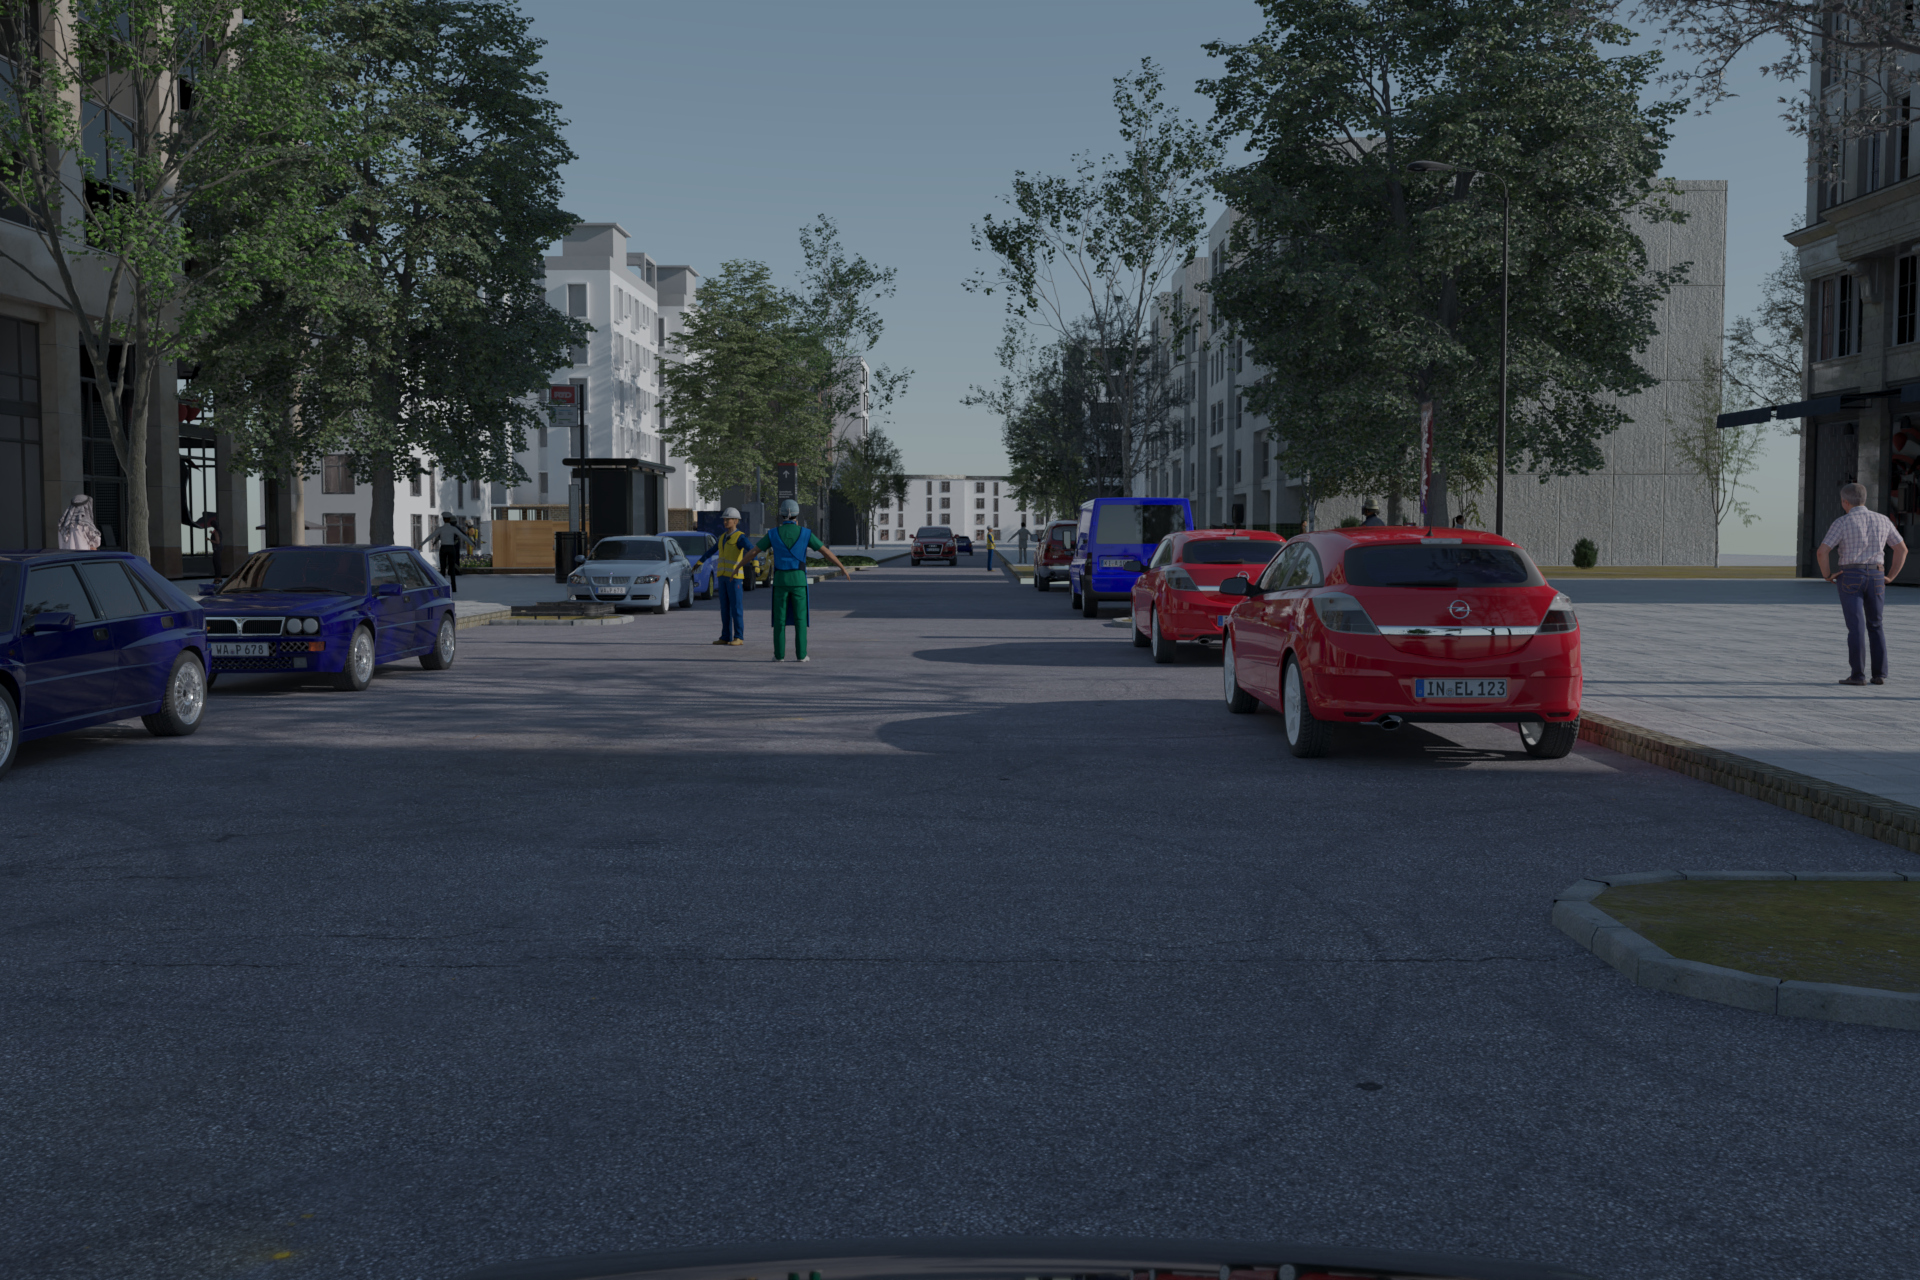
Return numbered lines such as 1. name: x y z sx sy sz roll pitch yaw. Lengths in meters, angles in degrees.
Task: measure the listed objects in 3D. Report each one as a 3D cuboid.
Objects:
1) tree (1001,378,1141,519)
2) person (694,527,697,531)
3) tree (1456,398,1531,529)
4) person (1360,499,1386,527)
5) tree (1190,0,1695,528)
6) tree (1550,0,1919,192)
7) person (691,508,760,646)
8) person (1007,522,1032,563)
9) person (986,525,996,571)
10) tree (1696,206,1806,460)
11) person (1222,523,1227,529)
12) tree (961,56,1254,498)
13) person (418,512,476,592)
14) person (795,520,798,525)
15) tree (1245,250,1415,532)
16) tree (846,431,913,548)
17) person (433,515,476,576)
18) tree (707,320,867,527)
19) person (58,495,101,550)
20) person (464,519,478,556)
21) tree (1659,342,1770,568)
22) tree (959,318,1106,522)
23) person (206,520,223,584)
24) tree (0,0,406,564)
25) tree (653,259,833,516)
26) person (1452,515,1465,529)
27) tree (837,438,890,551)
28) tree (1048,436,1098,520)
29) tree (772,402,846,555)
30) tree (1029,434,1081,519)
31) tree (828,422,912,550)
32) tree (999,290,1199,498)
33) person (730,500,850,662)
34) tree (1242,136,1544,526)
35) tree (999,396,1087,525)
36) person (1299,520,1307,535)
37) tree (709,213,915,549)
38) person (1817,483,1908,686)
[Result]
1. tree: 6.891 -10.307 102.930 8.767 10.594 7.601 -2 4 -28
2. person: -7.667 -2.769 51.200 1.347 1.837 0.705 3 4 36
3. tree: 19.771 -7.139 67.092 4.737 8.622 4.395 0 3 0
4. person: 6.550 -1.339 27.766 1.351 1.845 0.704 -3 5 -43
5. tree: 9.236 -7.769 33.686 9.857 13.997 8.962 0 3 0
6. tree: 9.090 -6.259 12.700 12.009 13.543 11.850 0 3 0
7. person: -3.010 -0.819 22.320 1.216 1.772 0.721 3 4 39
8. person: 2.744 -4.268 75.966 1.347 1.806 0.705 -1 4 -19
9. person: 1.234 -3.518 66.443 0.721 1.772 1.216 0 4 -6
10. tree: 28.794 -8.801 54.266 12.009 13.543 11.850 0 3 0
11. person: 12.577 -4.661 82.338 1.348 1.813 0.705 -3 4 -36
12. tree: 6.419 -13.194 71.606 12.611 20.169 13.585 0 3 0
13. person: -11.297 -1.938 38.148 1.216 1.778 0.721 -1 4 -18
14. person: -5.053 -2.874 53.792 0.721 1.733 1.217 -2 4 -30
15. tree: 8.688 -5.715 43.797 4.360 8.622 3.978 0 3 0
16. tree: -7.536 -13.467 154.594 8.767 10.594 7.601 3 5 41
17. person: -15.539 -2.898 53.162 1.354 1.856 0.705 0 4 3
18. tree: -8.621 -9.629 83.193 9.928 11.665 9.643 0 3 0
19. person: -10.327 -0.833 20.330 0.551 1.740 0.621 1 4 11
20. person: -18.901 -3.726 66.694 0.705 1.858 1.354 -2 4 -24
21. tree: 28.983 -7.070 65.951 4.360 8.622 3.978 0 3 0
22. tree: 6.758 -18.150 152.637 12.611 20.169 13.585 0 3 0
23. person: -19.035 -2.243 44.188 0.593 1.643 0.415 2 4 33
24. tree: -11.907 -6.037 24.457 9.928 11.665 9.643 0 3 0
25. tree: -9.266 -9.424 72.211 7.486 12.596 7.792 0 3 0
26. person: 11.826 -2.072 40.708 0.721 1.735 1.217 1 4 12
27. tree: -7.697 -11.131 132.359 4.737 8.622 4.395 0 3 0
28. tree: 7.150 -9.902 112.261 4.737 8.622 4.395 0 3 0
29. tree: -8.686 -8.832 94.771 4.360 8.622 3.978 0 3 0
30. tree: 7.504 -10.709 125.450 4.360 8.622 3.978 0 3 0
31. tree: -7.415 -12.749 142.854 7.601 10.594 8.767 -2 4 -28
32. tree: 7.173 -10.779 86.599 12.009 13.543 11.850 0 3 0
33. person: -1.906 -0.663 19.422 1.347 1.817 0.704 0 4 -5
34. tree: 13.662 -9.048 54.597 9.857 13.997 8.962 0 3 0
35. tree: 6.789 -13.579 140.140 7.486 12.596 7.792 0 3 0
36. person: 13.127 -3.666 66.082 0.704 1.812 1.346 0 4 6
37. tree: -9.029 -15.248 105.188 12.611 20.169 13.585 0 3 0
38. person: 7.620 -0.474 14.725 0.756 1.711 0.436 0 4 7
